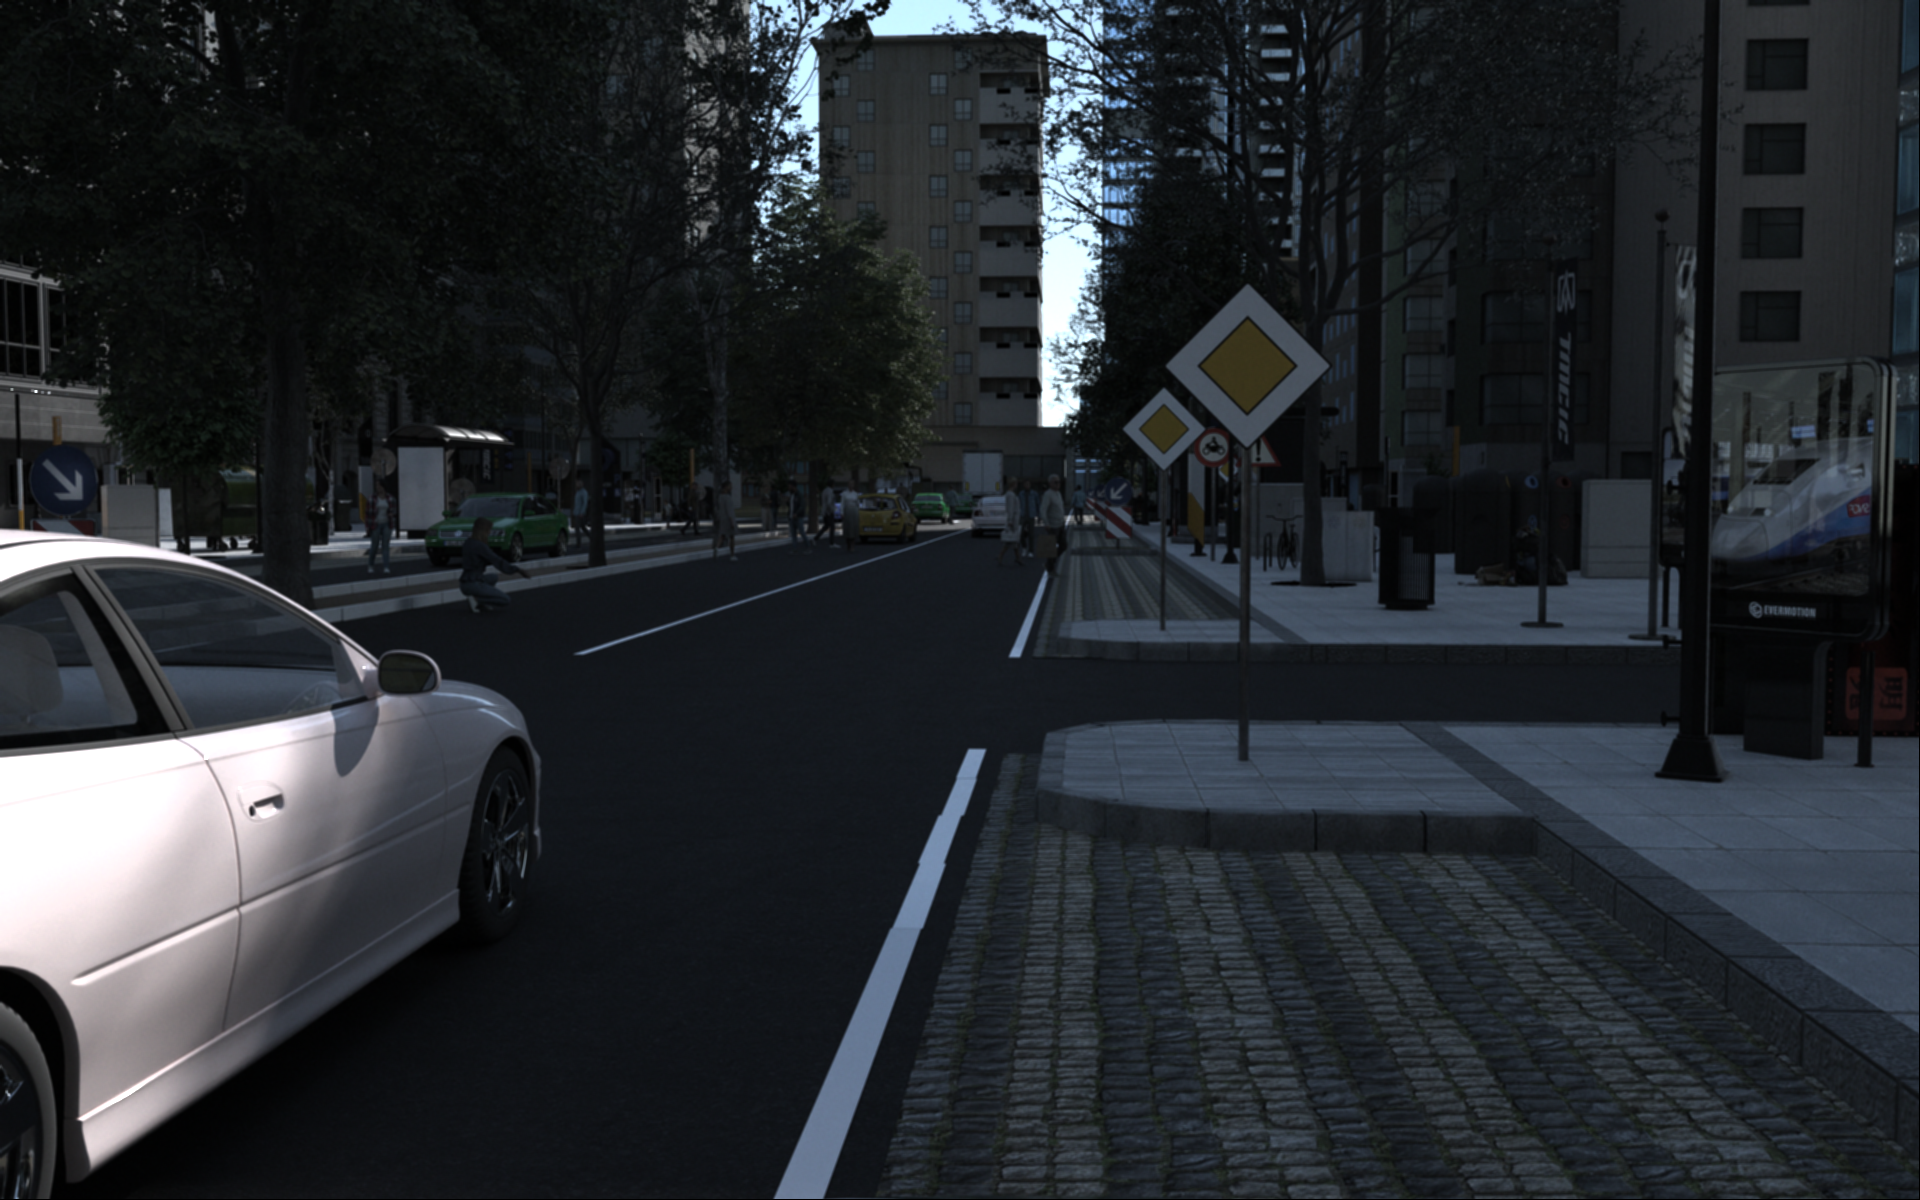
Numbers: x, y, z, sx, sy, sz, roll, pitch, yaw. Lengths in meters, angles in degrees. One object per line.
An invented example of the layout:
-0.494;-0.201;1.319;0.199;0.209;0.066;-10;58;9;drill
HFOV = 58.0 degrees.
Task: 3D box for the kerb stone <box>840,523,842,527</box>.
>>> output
-5.310;-3.253;75.414;0.120;0.150;1.000;0;4;4;kerb stone

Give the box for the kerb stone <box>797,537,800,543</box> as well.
-4.889;-1.743;50.700;0.120;0.150;1.000;0;4;4;kerb stone

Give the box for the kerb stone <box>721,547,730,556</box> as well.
-5.594;-1.114;40.479;0.120;0.150;1.000;0;4;4;kerb stone

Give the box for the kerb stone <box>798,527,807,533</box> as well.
-6.010;-2.629;65.187;0.120;0.150;1.000;0;4;4;kerb stone

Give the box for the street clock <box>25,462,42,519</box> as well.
-20.726;-2.098;38.870;0.471;2.002;0.358;2;4;32;street clock

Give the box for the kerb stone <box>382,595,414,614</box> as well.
-6.918;0.074;21.051;0.120;0.150;1.000;0;4;4;kerb stone

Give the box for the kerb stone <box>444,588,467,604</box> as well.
-6.774;-0.055;23.096;0.120;0.150;1.000;0;4;4;kerb stone

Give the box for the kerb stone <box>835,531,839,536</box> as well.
-4.341;-2.237;58.895;0.120;0.150;1.000;0;4;4;kerb stone

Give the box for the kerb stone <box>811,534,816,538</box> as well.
-4.681;-1.932;53.775;0.120;0.150;1.000;0;4;4;kerb stone

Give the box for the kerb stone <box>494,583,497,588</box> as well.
-6.712;-0.116;24.116;0.120;0.150;1.000;0;4;4;kerb stone

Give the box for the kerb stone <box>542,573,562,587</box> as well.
-6.495;-0.305;27.181;0.120;0.150;1.000;0;4;4;kerb stone

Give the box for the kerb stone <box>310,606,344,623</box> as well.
-7.059;0.195;19.004;0.120;0.150;1.000;0;4;4;kerb stone

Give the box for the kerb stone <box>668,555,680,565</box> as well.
-5.938;-0.806;35.368;0.120;0.150;1.000;0;4;4;kerb stone

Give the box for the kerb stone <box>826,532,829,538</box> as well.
-4.472;-2.115;56.843;0.120;0.150;1.000;0;4;4;kerb stone

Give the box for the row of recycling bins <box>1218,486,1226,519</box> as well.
12.882;-4.712;84.151;1.069;1.692;3.534;-3;5;-42;row of recycling bins

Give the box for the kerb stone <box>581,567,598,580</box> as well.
-6.354;-0.430;29.232;0.120;0.150;1.000;0;4;4;kerb stone

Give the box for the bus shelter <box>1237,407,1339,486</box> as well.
8.382;-4.181;45.991;2.179;5.291;8.768;0;4;4;bus shelter

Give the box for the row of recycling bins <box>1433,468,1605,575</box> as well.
9.419;-1.315;28.621;3.534;1.692;1.069;-3;4;-37;row of recycling bins

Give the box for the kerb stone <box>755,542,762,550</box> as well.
-5.315;-1.367;44.570;0.120;0.150;1.000;0;4;4;kerb stone

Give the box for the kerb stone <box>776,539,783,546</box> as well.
-5.094;-1.556;47.630;0.120;0.150;1.000;0;4;4;kerb stone

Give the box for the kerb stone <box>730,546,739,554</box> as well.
-5.519;-1.181;41.500;0.120;0.150;1.000;0;4;4;kerb stone

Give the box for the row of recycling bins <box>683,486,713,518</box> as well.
-13.711;-5.159;91.470;1.069;1.692;3.534;1;4;11;row of recycling bins

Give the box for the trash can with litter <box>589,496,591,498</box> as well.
-19.689;-4.926;91.600;1.678;1.210;2.233;1;4;14;trash can with litter

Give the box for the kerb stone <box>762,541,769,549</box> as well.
-5.236;-1.431;45.590;0.120;0.150;1.000;0;4;4;kerb stone

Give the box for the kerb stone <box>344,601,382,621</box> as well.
-6.977;0.133;20.024;0.120;0.150;1.000;0;4;4;kerb stone

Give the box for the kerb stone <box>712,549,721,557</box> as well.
-5.658;-1.056;39.459;0.120;0.150;1.000;0;4;4;kerb stone

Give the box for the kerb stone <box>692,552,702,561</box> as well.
-5.801;-0.931;37.412;0.120;0.150;1.000;0;4;4;kerb stone

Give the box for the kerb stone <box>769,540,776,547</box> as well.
-5.169;-1.489;46.611;0.120;0.150;1.000;0;4;4;kerb stone

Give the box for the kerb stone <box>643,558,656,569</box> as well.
-6.080;-0.680;33.320;0.120;0.150;1.000;0;4;4;kerb stone

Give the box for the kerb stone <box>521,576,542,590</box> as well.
-6.568;-0.240;26.162;0.120;0.150;1.000;0;4;4;kerb stone

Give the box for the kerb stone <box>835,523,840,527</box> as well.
-5.377;-3.193;74.394;0.120;0.150;1.000;0;4;4;kerb stone

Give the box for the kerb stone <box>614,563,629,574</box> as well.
-6.217;-0.555;31.277;0.120;0.150;1.000;0;4;4;kerb stone

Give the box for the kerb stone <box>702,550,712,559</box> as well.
-5.726;-0.993;38.437;0.120;0.150;1.000;0;4;4;kerb stone

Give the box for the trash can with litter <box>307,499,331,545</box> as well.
-16.292;-1.952;43.298;1.055;1.170;0.624;0;4;5;trash can with litter

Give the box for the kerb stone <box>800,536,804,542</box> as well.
-4.823;-1.802;51.736;0.120;0.150;1.000;0;4;4;kerb stone

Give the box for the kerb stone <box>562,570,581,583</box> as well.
-6.424;-0.368;28.204;0.120;0.150;1.000;0;4;4;kerb stone

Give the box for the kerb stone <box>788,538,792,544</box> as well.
-4.963;-1.676;49.671;0.120;0.150;1.000;0;4;4;kerb stone

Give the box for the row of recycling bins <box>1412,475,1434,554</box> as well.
11.350;-1.912;38.367;3.534;1.692;1.069;-3;4;-38;row of recycling bins

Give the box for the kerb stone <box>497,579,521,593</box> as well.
-6.633;-0.179;25.140;0.120;0.150;1.000;0;4;4;kerb stone

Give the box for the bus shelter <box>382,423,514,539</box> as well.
-15.254;-3.553;52.021;2.014;3.302;5.546;0;4;4;bus shelter

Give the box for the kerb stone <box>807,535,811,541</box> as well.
-4.754;-1.869;52.756;0.120;0.150;1.000;0;4;4;kerb stone

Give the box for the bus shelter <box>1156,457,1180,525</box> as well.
8.656;-4.547;68.263;2.014;3.302;5.546;0;4;4;bus shelter

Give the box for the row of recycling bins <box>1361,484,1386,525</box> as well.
17.510;-4.008;72.650;1.069;1.692;3.534;1;4;21;row of recycling bins

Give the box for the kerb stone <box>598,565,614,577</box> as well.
-6.289;-0.493;30.257;0.120;0.150;1.000;0;4;4;kerb stone

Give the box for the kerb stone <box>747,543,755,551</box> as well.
-5.384;-1.304;43.551;0.120;0.150;1.000;0;4;4;kerb stone

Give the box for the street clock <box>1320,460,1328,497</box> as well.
7.542;-1.973;36.821;0.358;2.002;0.471;-2;4;-25;street clock

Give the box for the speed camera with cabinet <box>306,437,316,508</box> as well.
-22.856;-4.028;60.198;0.660;3.252;2.038;-2;4;-29;speed camera with cabinet

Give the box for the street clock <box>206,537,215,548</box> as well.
-17.799;-2.237;41.144;0.358;2.002;0.471;-3;5;-40;street clock

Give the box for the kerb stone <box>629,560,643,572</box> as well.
-6.149;-0.618;32.300;0.120;0.150;1.000;0;4;4;kerb stone

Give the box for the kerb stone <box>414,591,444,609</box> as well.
-6.846;0.008;22.071;0.120;0.150;1.000;0;4;4;kerb stone

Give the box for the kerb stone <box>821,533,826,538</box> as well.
-4.548;-2.055;55.816;0.120;0.150;1.000;0;4;4;kerb stone

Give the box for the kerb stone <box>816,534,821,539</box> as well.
-4.615;-1.994;54.796;0.120;0.150;1.000;0;4;4;kerb stone

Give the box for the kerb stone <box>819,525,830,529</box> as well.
-5.590;-3.003;71.316;0.120;0.150;1.000;0;4;4;kerb stone

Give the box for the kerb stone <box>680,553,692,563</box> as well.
-5.864;-0.868;36.391;0.120;0.150;1.000;0;4;4;kerb stone

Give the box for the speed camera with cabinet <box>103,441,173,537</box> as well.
-24.148;-3.476;51.168;0.660;3.252;2.038;3;5;43;speed camera with cabinet

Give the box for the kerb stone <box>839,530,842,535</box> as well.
-4.257;-2.306;59.930;0.120;0.150;1.000;0;4;4;kerb stone

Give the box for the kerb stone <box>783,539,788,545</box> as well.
-5.033;-1.614;48.651;0.120;0.150;1.000;0;4;4;kerb stone

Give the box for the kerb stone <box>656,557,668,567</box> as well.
-6.013;-0.743;34.340;0.120;0.150;1.000;0;4;4;kerb stone

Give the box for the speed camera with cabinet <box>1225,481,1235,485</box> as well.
14.882;-5.876;90.408;2.038;3.252;0.660;1;4;17;speed camera with cabinet

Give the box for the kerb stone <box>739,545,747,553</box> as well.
-5.443;-1.244;42.527;0.120;0.150;1.000;0;4;4;kerb stone
